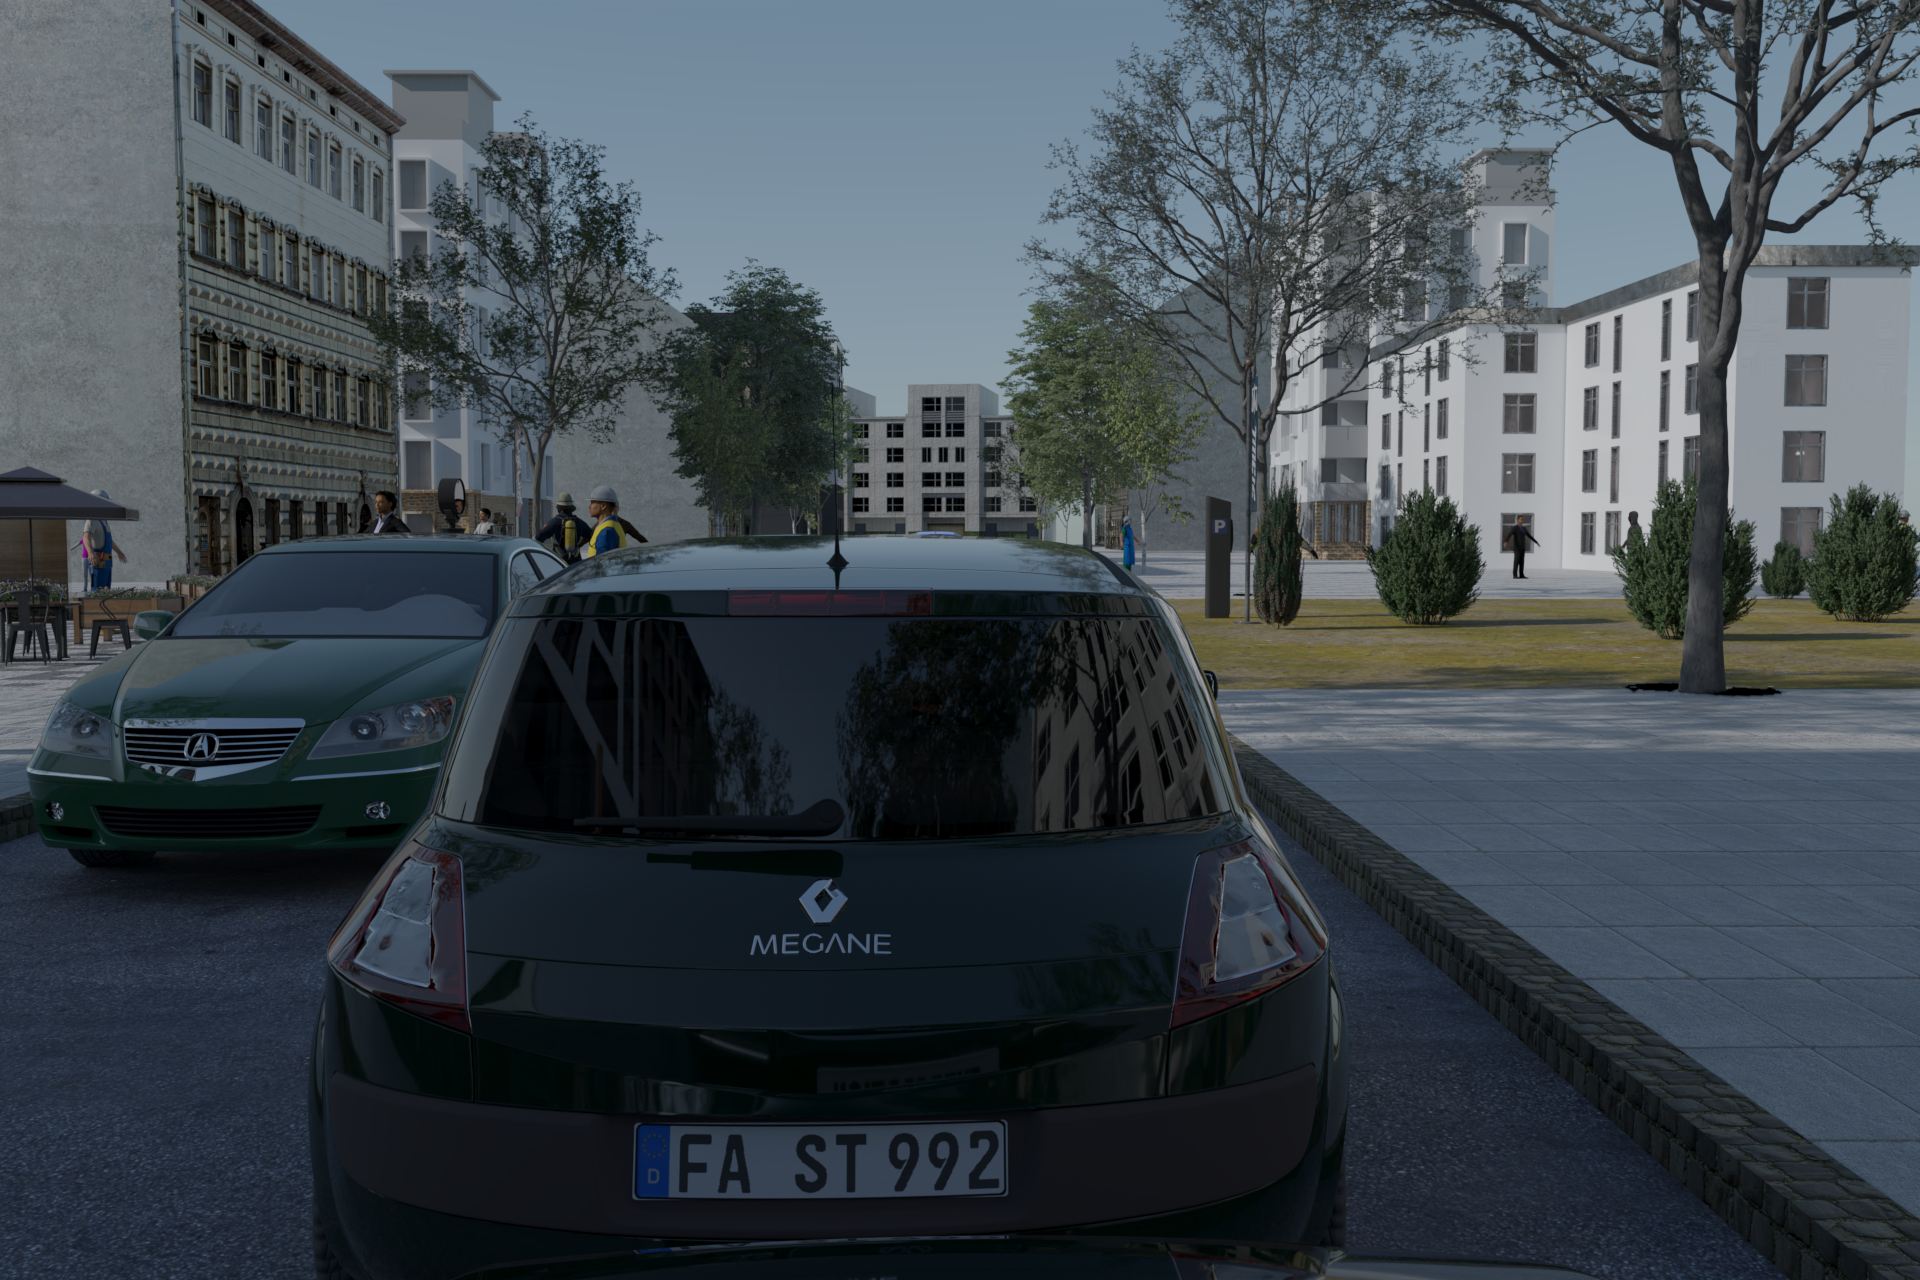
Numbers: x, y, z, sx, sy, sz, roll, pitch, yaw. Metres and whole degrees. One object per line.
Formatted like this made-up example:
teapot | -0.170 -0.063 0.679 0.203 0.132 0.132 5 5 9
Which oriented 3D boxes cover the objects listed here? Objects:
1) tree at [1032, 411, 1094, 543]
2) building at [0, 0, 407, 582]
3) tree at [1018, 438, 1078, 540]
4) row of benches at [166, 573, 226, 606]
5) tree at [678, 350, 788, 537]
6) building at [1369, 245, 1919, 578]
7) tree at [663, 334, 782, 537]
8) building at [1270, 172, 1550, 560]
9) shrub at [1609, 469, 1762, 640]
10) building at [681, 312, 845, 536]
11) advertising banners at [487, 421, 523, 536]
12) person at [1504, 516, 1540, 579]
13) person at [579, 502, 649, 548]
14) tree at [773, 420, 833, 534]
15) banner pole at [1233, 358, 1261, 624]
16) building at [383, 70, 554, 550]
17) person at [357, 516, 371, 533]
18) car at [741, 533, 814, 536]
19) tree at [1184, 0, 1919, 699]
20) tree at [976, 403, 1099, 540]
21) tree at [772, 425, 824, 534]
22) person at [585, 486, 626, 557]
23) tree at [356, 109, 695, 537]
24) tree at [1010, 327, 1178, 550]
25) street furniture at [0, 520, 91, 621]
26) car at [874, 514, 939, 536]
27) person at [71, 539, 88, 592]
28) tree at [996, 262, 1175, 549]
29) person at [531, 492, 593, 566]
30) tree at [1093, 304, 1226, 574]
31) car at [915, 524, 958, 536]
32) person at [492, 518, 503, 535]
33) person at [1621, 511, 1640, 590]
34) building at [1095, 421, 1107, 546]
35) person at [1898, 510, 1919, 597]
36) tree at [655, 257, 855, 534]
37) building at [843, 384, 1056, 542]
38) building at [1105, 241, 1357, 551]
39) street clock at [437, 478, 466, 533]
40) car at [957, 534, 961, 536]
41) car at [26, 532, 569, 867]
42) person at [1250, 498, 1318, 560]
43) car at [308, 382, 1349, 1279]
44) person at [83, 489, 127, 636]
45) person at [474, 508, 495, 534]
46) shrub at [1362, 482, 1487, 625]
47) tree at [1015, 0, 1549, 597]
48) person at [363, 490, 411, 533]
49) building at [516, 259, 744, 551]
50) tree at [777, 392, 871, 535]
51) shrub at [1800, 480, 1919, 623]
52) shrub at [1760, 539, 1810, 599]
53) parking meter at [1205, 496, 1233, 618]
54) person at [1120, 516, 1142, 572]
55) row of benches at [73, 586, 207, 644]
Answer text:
tree | 6.104 -9.140 99.793 4.737 8.622 4.395 0 3 0
building | -29.847 -13.665 54.357 19.493 23.208 18.063 0 4 -1
tree | 5.416 -9.639 107.959 4.737 8.622 4.395 0 3 0
row of benches | -11.355 -0.652 26.130 1.422 0.672 4.104 -2 4 -32
tree | -9.821 -7.321 70.057 4.360 8.622 3.978 0 3 0
building | 23.165 -7.482 64.473 9.099 9.664 28.070 0 4 -1
tree | -8.851 -6.997 64.758 4.737 8.622 4.395 0 3 0
building | 22.788 -14.718 97.061 16.016 20.090 11.380 0 3 0
shrub | 8.860 -1.047 21.159 1.661 2.075 1.752 0 3 0
building | -26.537 -20.310 176.041 27.936 21.610 32.646 0 4 -1
advertising banners | -6.879 -1.843 26.327 0.090 3.025 2.074 0 4 0
person | 16.051 -2.654 49.611 1.346 1.802 0.704 -2 4 -27
person | -5.214 -1.221 26.096 1.346 1.812 0.704 -1 4 -17
tree | -9.496 -9.561 106.692 4.737 8.622 4.395 0 3 0
banner pole | 4.130 -2.111 24.534 0.401 3.779 0.863 0 4 -1
building | -24.854 -13.189 72.068 16.016 20.090 11.380 0 4 -1
person | -16.970 -2.661 49.689 1.347 1.806 0.705 2 4 31
car | -2.341 -0.652 22.465 2.131 1.459 4.920 0 4 -1
tree | 6.053 -6.307 13.494 12.009 13.543 11.850 0 3 0
tree | 5.511 -11.195 117.453 8.767 10.594 7.601 -1 4 -10
tree | -9.611 -9.195 100.699 4.360 8.622 3.978 0 3 0
person | -2.995 -0.370 14.484 0.705 1.833 1.349 0 4 -5
tree | -9.796 -6.401 39.070 8.767 10.594 7.601 1 4 10
tree | 6.426 -9.653 83.589 9.928 11.665 9.643 0 3 0
street furniture | -18.109 -1.199 26.463 9.812 1.723 11.010 -2 4 -26
car | -0.643 -0.496 17.889 2.009 1.686 4.222 0 4 -1
person | -19.090 -1.751 37.900 0.991 1.433 0.599 0 4 -5
tree | 5.299 -9.431 72.327 7.486 12.596 7.792 0 3 0
person | -5.474 -1.117 24.034 1.354 1.856 0.705 -2 4 -28
tree | 6.025 -6.414 55.237 4.737 8.622 4.395 0 3 0
car | -0.631 -2.208 45.687 1.945 1.707 3.694 0 4 0
person | -13.204 -2.611 49.488 1.217 1.733 0.721 1 4 15
person | 15.415 -2.056 39.746 0.705 1.813 1.348 1 4 10
building | 24.515 -21.715 185.963 19.493 23.208 18.063 0 3 0
person | 19.347 -1.770 35.400 0.721 1.772 1.216 -1 4 -14
tree | -9.635 -10.702 81.625 9.857 13.997 8.962 0 3 0
building | -4.784 -20.948 211.412 31.486 18.905 16.747 1 4 9
building | 21.858 -18.879 139.593 19.493 23.208 18.063 0 4 0
street clock | -6.597 -1.098 22.529 0.358 2.002 0.471 0 4 1
car | -0.555 -5.571 100.872 2.009 1.686 4.222 0 4 -2
car | -2.912 0.173 8.975 2.131 1.459 4.920 0 4 -1
person | 4.938 -1.288 26.823 0.705 1.858 1.354 -3 5 -41
car | -0.247 0.327 4.435 2.009 1.686 4.222 0 4 -1
person | -10.850 -0.983 21.921 0.705 1.847 1.347 -1 4 -11
person | -9.590 -1.758 34.932 1.347 1.806 0.705 3 4 36
shrub | 6.623 -1.239 24.674 1.690 2.028 1.600 0 3 0
tree | 6.137 -7.634 35.194 12.009 13.543 11.850 0 3 0
person | -6.098 -0.703 18.212 1.216 1.740 0.721 2 4 27
building | -28.456 -19.002 141.607 19.493 23.208 18.063 0 4 0
tree | -9.592 -11.720 117.376 9.928 11.665 9.643 0 3 0
shrub | 13.193 -1.302 25.323 1.661 2.075 1.752 0 3 0
shrub | 16.289 -1.414 34.231 1.383 1.207 1.383 0 3 0
parking meter | 3.950 -1.265 26.398 0.399 1.863 0.255 0 4 0
person | 4.946 -2.726 50.693 0.704 1.817 1.347 2 4 29
row of benches | -8.405 -0.290 20.200 4.104 0.672 1.422 0 4 7
